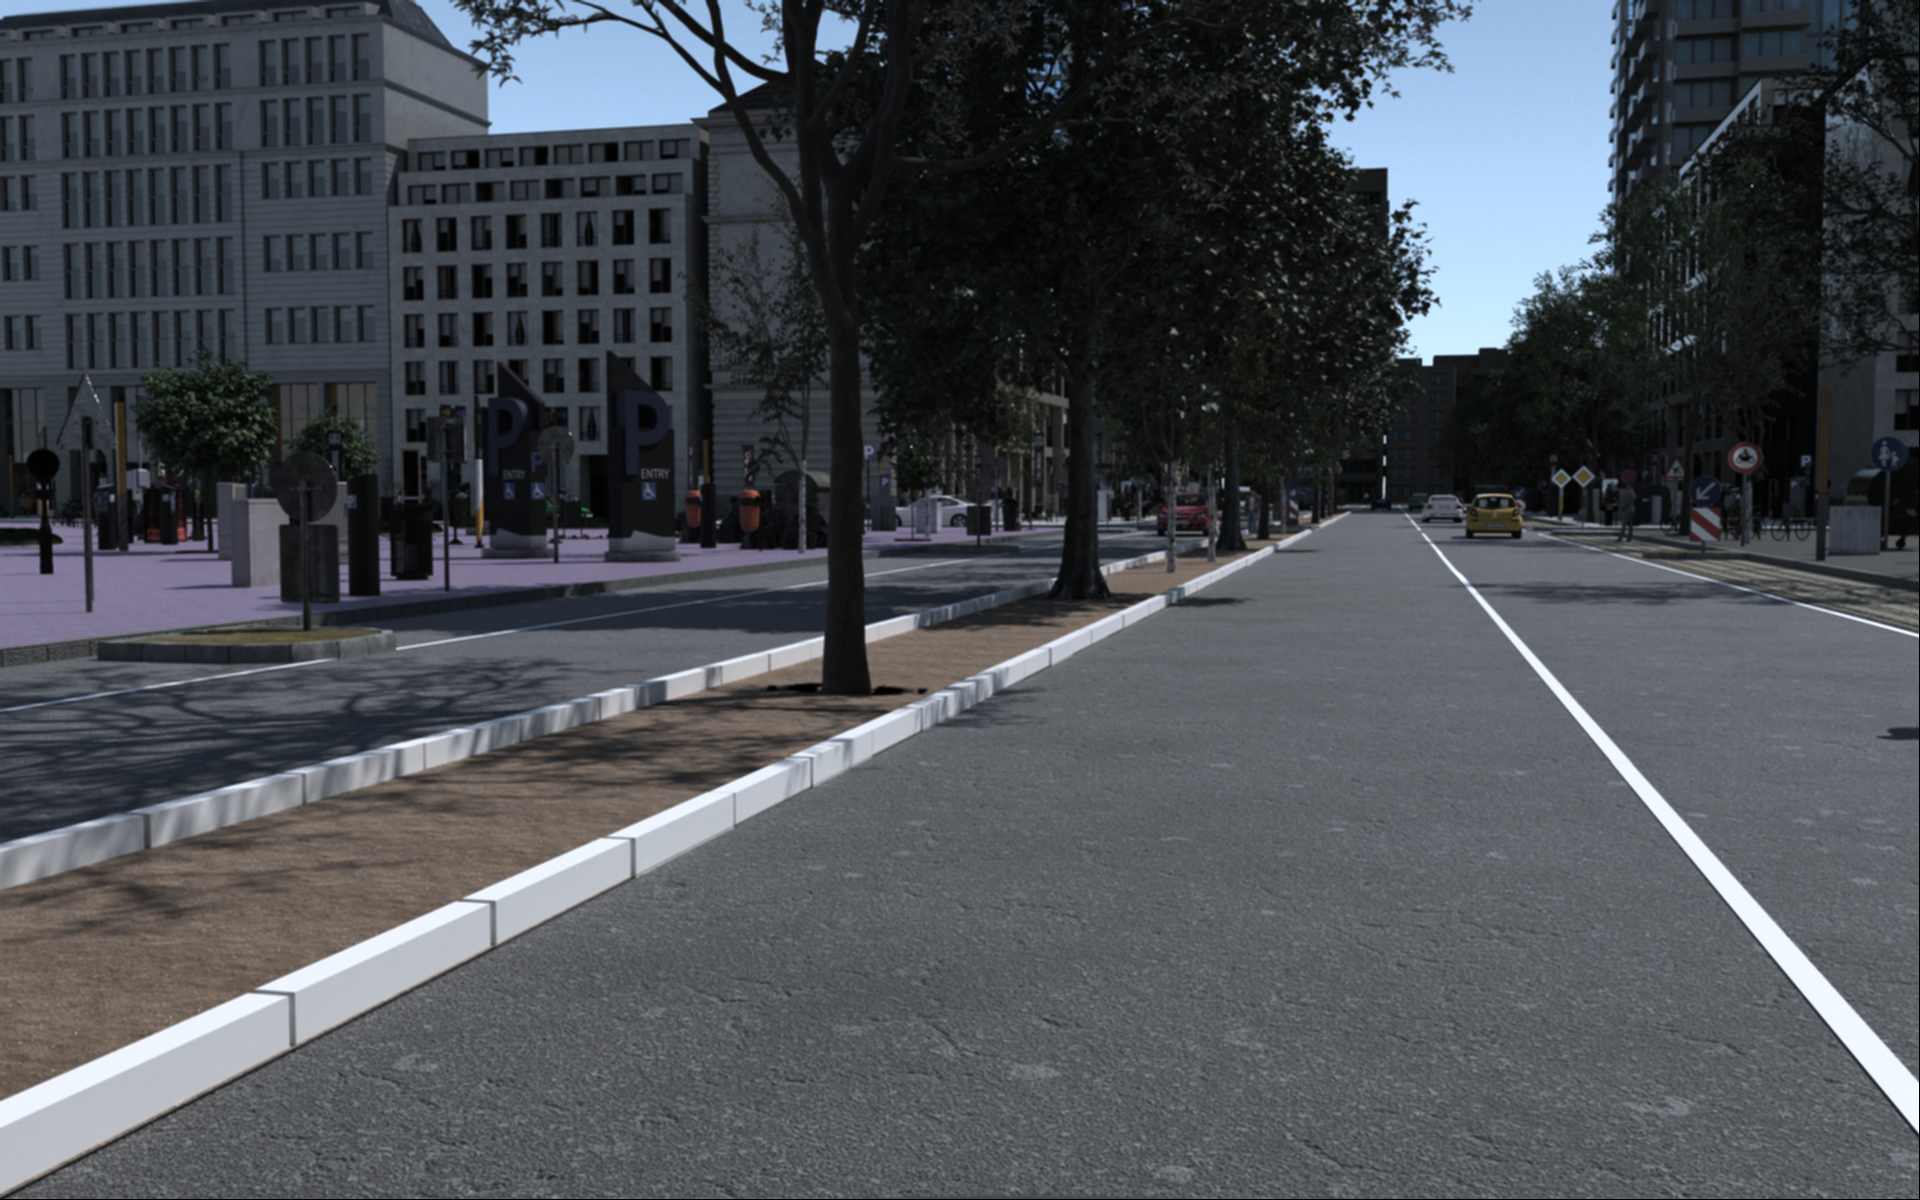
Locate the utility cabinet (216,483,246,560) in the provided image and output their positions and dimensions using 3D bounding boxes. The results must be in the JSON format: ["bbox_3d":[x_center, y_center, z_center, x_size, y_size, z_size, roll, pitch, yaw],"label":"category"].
[{"bbox_3d":[-14.245,-1.544,33.927,0.318,1.500,1.173,-1,4,-11],"label":"utility cabinet"}]

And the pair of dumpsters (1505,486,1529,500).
[{"bbox_3d":[43.928,-8.205,136.638,1.574,2.255,4.437,1,4,14],"label":"pair of dumpsters"}]

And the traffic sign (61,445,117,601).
[{"bbox_3d":[-10.431,-1.267,20.711,0.884,2.594,0.081,1,4,22],"label":"traffic sign"}]

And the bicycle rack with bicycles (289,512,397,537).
[{"bbox_3d":[-18.269,-2.267,50.443,2.925,0.926,2.852,0,4,4],"label":"bicycle rack with bicycles"}]

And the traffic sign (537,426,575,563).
[{"bbox_3d":[-7.534,-1.965,32.240,0.768,2.556,0.104,1,4,15],"label":"traffic sign"}]

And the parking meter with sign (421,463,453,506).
[{"bbox_3d":[-26.592,-5.613,88.036,1.738,3.016,0.543,0,4,6],"label":"parking meter with sign"}]

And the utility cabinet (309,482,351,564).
[{"bbox_3d":[-11.328,-1.402,31.594,0.318,1.500,1.173,3,5,43],"label":"utility cabinet"}]

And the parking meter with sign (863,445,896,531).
[{"bbox_3d":[-2.797,-3.933,60.559,0.543,3.016,1.738,-2,4,-33],"label":"parking meter with sign"}]

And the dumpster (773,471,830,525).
[{"bbox_3d":[-3.868,-2.311,43.544,1.264,1.857,1.865,1,4,14],"label":"dumpster"}]

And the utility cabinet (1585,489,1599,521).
[{"bbox_3d":[30.297,-4.504,82.317,0.318,1.500,1.173,-2,4,-31],"label":"utility cabinet"}]

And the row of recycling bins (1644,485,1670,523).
[{"bbox_3d":[30.944,-4.291,77.271,1.069,1.692,3.534,1,4,14],"label":"row of recycling bins"}]

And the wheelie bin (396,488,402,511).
[{"bbox_3d":[-25.613,-4.418,80.150,0.693,1.594,0.980,1,4,15],"label":"wheelie bin"}]

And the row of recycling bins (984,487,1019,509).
[{"bbox_3d":[1.911,-5.367,94.869,1.069,1.692,3.534,3,5,42],"label":"row of recycling bins"}]

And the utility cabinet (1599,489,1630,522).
[{"bbox_3d":[29.984,-4.314,79.218,1.173,1.500,0.318,1,4,9],"label":"utility cabinet"}]

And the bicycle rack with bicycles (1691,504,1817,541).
[{"bbox_3d":[22.447,-2.132,48.240,2.925,0.926,2.852,-3,4,-36],"label":"bicycle rack with bicycles"}]

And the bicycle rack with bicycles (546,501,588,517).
[{"bbox_3d":[-20.110,-4.534,87.521,2.852,0.926,2.925,0,4,5],"label":"bicycle rack with bicycles"}]

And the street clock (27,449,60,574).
[{"bbox_3d":[-14.692,-1.421,27.805,0.471,2.002,0.358,-2,4,-27],"label":"street clock"}]

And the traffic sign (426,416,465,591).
[{"bbox_3d":[-6.772,-1.265,22.809,0.606,2.300,0.079,1,4,21],"label":"traffic sign"}]

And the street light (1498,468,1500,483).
[{"bbox_3d":[43.554,-10.223,139.926,0.468,5.910,1.993,1,4,14],"label":"street light"}]

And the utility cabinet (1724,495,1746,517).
[{"bbox_3d":[38.031,-4.511,84.922,1.020,1.237,0.306,1,4,22],"label":"utility cabinet"}]

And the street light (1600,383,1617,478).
[{"bbox_3d":[26.427,-5.989,70.713,0.468,5.910,1.993,1,4,14],"label":"street light"}]

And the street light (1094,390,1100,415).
[{"bbox_3d":[5.525,-6.098,72.495,0.468,5.910,1.993,1,4,14],"label":"street light"}]

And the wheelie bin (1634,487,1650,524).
[{"bbox_3d":[29.216,-4.079,74.606,0.980,1.594,0.693,-3,4,-36],"label":"wheelie bin"}]

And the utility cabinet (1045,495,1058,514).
[{"bbox_3d":[5.998,-6.210,112.701,1.020,1.237,0.306,3,5,41],"label":"utility cabinet"}]

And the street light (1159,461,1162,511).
[{"bbox_3d":[11.047,-7.492,95.277,0.468,5.910,1.993,1,4,14],"label":"street light"}]

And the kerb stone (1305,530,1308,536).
[{"bbox_3d":[11.414,-2.173,57.727,0.120,0.150,1.000,1,4,14],"label":"kerb stone"}]

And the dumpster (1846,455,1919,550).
[{"bbox_3d":[21.618,-2.305,40.182,1.502,2.255,1.985,1,4,14],"label":"dumpster"}]

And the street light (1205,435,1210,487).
[{"bbox_3d":[16.824,-8.881,117.997,0.468,5.910,1.993,1,4,14],"label":"street light"}]

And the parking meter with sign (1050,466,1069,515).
[{"bbox_3d":[6.476,-6.770,106.947,1.738,3.016,0.543,-1,4,-18],"label":"parking meter with sign"}]

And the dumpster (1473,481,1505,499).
[{"bbox_3d":[34.312,-6.567,112.320,1.985,2.255,1.502,1,4,13],"label":"dumpster"}]

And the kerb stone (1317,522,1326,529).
[{"bbox_3d":[15.479,-3.178,74.154,0.120,0.150,1.000,1,4,14],"label":"kerb stone"}]

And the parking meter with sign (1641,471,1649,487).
[{"bbox_3d":[50.475,-8.047,127.823,0.543,3.016,1.738,2,4,27],"label":"parking meter with sign"}]

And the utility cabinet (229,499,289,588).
[{"bbox_3d":[-9.787,-0.800,24.235,0.306,1.237,1.020,1,4,11],"label":"utility cabinet"}]

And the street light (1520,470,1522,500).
[{"bbox_3d":[37.952,-8.830,117.163,0.468,5.910,1.993,1,4,14],"label":"street light"}]

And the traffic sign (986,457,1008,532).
[{"bbox_3d":[1.266,-3.620,59.298,0.768,2.556,0.104,1,4,15],"label":"traffic sign"}]

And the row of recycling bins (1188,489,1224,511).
[{"bbox_3d":[19.084,-7.722,133.364,3.534,1.692,1.069,3,5,39],"label":"row of recycling bins"}]

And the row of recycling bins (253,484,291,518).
[{"bbox_3d":[-26.770,-3.854,70.128,3.534,1.692,1.069,-1,4,-10],"label":"row of recycling bins"}]

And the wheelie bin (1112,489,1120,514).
[{"bbox_3d":[9.704,-6.272,110.461,0.693,1.594,0.980,0,4,6],"label":"wheelie bin"}]

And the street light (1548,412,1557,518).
[{"bbox_3d":[32.107,-7.407,93.886,0.468,5.910,1.993,1,4,14],"label":"street light"}]

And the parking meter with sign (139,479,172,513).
[{"bbox_3d":[-42.166,-5.784,90.827,1.738,3.016,0.543,0,4,-1],"label":"parking meter with sign"}]

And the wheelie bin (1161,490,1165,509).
[{"bbox_3d":[16.006,-7.901,137.089,0.693,1.594,0.980,-2,4,-25],"label":"wheelie bin"}]

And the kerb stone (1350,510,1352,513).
[{"bbox_3d":[27.312,-6.100,121.924,0.120,0.150,1.000,1,4,14],"label":"kerb stone"}]

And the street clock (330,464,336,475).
[{"bbox_3d":[-15.062,-2.242,41.232,0.471,2.002,0.358,3,5,42],"label":"street clock"}]

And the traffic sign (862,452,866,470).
[{"bbox_3d":[-2.856,-2.793,45.773,0.768,2.556,0.104,1,4,21],"label":"traffic sign"}]

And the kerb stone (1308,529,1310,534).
[{"bbox_3d":[11.900,-2.291,59.713,0.120,0.150,1.000,1,4,14],"label":"kerb stone"}]

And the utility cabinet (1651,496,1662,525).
[{"bbox_3d":[28.995,-3.726,72.085,0.306,1.237,1.020,1,4,17],"label":"utility cabinet"}]

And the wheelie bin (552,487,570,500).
[{"bbox_3d":[-18.454,-4.420,80.182,0.693,1.594,0.980,3,4,36],"label":"wheelie bin"}]

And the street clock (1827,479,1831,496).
[{"bbox_3d":[40.274,-4.655,80.675,0.471,2.002,0.358,2,4,29],"label":"street clock"}]

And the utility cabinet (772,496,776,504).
[{"bbox_3d":[-6.764,-3.271,64.642,0.306,1.237,1.020,-3,5,-42],"label":"utility cabinet"}]

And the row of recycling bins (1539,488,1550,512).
[{"bbox_3d":[42.930,-7.214,125.069,1.069,1.692,3.534,1,4,8],"label":"row of recycling bins"}]

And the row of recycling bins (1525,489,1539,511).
[{"bbox_3d":[42.948,-7.488,129.536,1.069,1.692,3.534,1,4,11],"label":"row of recycling bins"}]

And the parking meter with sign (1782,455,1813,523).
[{"bbox_3d":[37.021,-4.915,76.620,1.738,3.016,0.543,-3,4,-39],"label":"parking meter with sign"}]

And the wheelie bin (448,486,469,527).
[{"bbox_3d":[-19.729,-3.679,68.068,0.980,1.594,0.693,1,4,20],"label":"wheelie bin"}]

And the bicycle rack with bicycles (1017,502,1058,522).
[{"bbox_3d":[3.398,-4.008,78.905,2.852,0.926,2.925,0,4,4],"label":"bicycle rack with bicycles"}]

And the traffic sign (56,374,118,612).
[{"bbox_3d":[-9.452,-1.145,18.727,0.884,2.594,0.081,1,4,22],"label":"traffic sign"}]

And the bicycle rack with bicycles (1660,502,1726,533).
[{"bbox_3d":[24.557,-2.620,56.213,2.852,0.926,2.925,-1,4,-9],"label":"bicycle rack with bicycles"}]

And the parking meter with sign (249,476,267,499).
[{"bbox_3d":[-29.195,-4.643,72.177,0.543,3.016,1.738,0,4,4],"label":"parking meter with sign"}]
